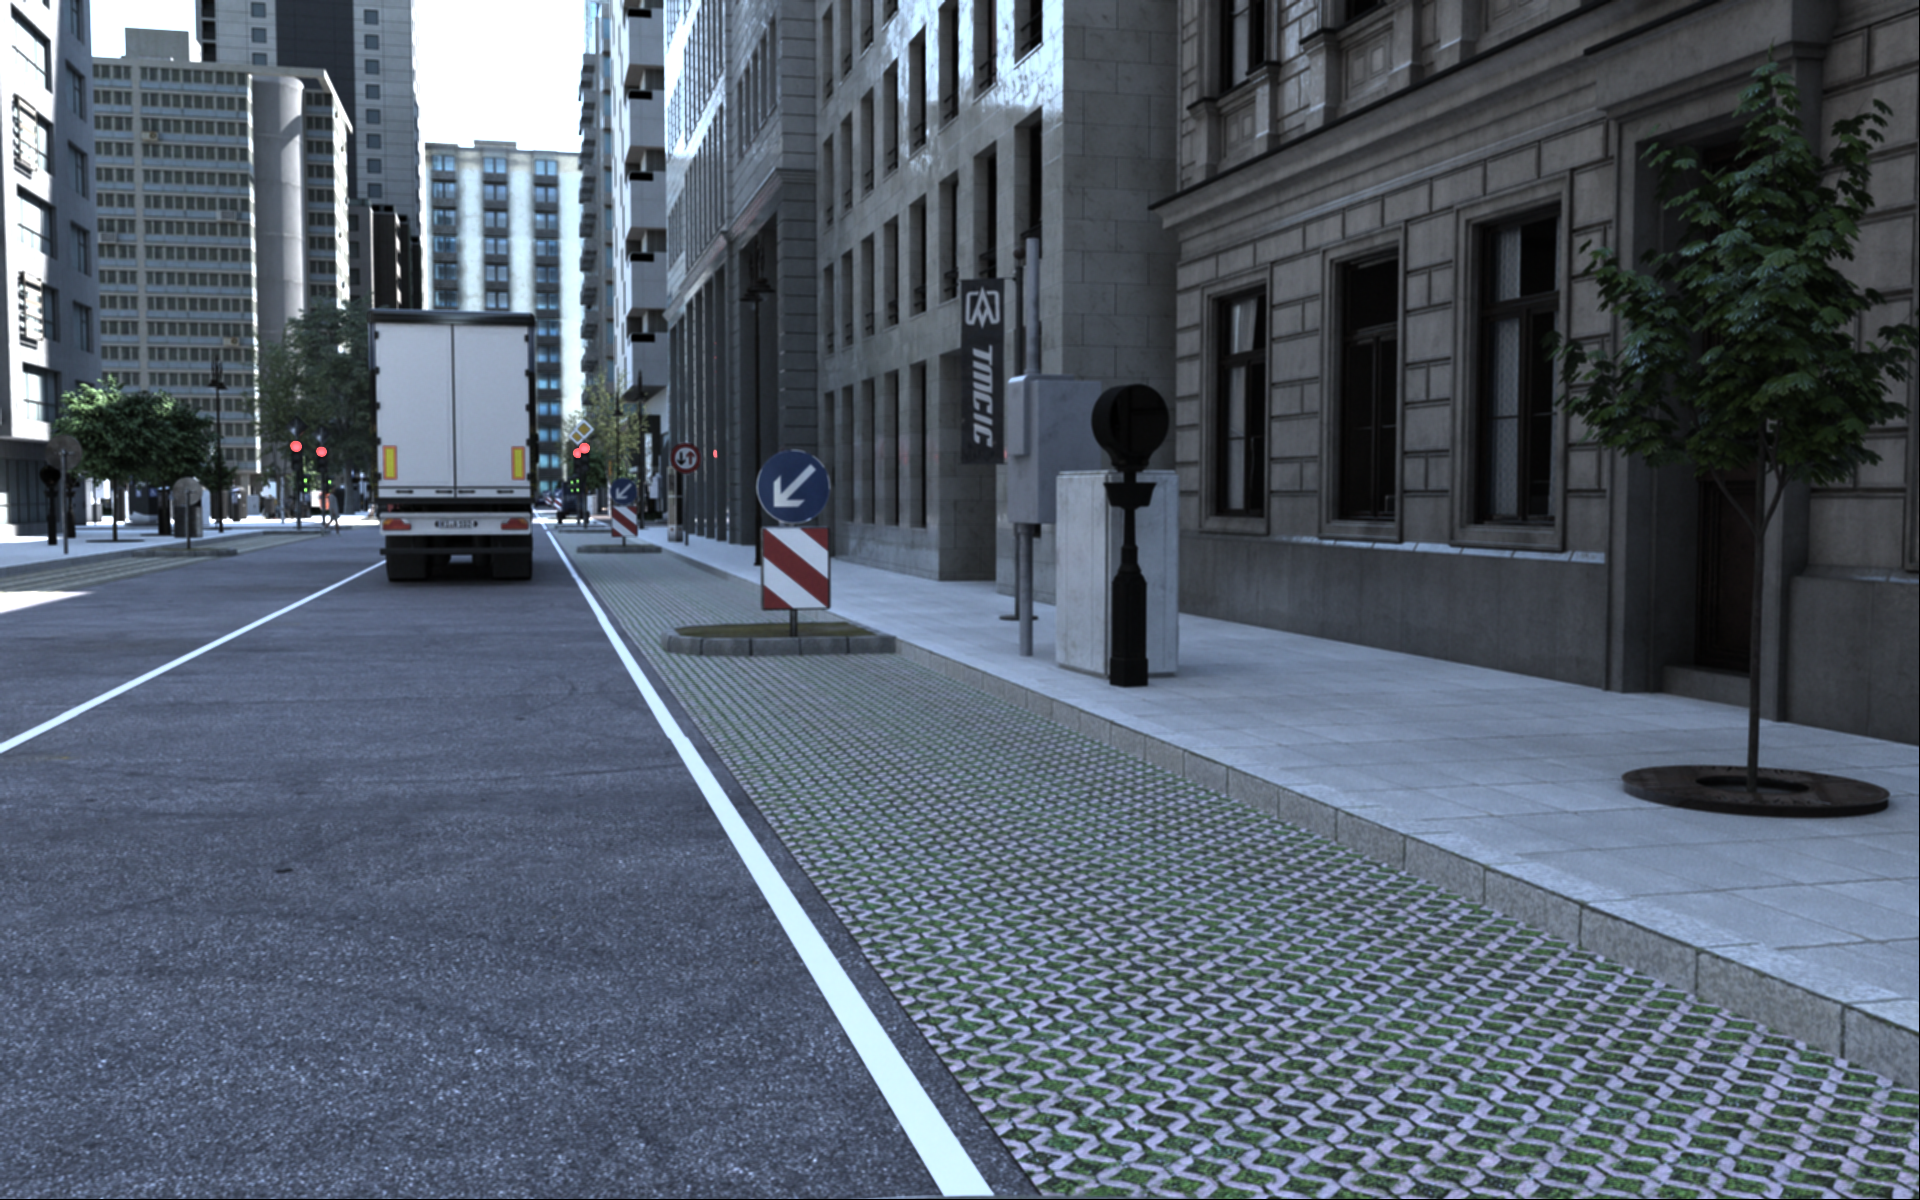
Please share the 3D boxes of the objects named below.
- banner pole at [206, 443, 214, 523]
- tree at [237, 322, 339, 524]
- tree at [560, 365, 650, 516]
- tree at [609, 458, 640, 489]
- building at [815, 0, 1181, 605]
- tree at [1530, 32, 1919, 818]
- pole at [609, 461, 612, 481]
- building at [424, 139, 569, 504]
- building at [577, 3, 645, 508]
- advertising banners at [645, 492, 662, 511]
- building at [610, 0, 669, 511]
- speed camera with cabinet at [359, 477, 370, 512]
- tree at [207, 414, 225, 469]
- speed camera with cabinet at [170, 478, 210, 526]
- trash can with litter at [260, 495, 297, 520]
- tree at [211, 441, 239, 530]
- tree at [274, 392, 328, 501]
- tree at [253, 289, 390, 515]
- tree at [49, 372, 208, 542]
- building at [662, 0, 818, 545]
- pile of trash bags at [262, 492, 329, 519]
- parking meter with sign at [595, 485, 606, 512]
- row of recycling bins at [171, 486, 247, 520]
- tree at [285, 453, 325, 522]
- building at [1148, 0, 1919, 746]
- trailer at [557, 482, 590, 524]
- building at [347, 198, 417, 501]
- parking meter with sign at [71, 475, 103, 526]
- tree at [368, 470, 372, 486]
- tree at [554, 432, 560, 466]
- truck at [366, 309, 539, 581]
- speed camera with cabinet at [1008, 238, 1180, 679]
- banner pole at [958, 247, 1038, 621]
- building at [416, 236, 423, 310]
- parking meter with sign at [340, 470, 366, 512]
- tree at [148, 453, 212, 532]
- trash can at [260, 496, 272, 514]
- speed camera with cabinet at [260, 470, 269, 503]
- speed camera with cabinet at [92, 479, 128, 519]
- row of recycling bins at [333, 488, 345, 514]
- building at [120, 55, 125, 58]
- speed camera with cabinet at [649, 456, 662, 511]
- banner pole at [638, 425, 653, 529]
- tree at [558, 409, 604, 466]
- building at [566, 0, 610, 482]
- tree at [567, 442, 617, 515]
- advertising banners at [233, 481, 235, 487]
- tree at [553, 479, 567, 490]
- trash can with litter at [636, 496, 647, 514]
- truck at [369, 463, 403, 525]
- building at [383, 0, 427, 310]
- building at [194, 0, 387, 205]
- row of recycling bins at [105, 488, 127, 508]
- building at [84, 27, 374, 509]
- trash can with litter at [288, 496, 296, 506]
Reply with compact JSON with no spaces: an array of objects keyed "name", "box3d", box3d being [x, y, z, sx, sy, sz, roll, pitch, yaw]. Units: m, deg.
[{"name":"banner pole","box3d":[-33.831,-5.397,78.250,0.401,3.779,0.863,1,4,12]},{"name":"tree","box3d":[-29.231,-7.615,74.862,4.737,8.622,4.395,0,3,0]},{"name":"tree","box3d":[-20.079,-9.159,100.111,4.737,8.622,4.395,0,3,0]},{"name":"tree","box3d":[-18.082,-5.983,92.428,1.663,3.219,1.824,0,3,0]},{"name":"building","box3d":[4.139,-10.625,28.466,10.420,20.320,16.860,-1,4,-14]},{"name":"tree","box3d":[3.492,-0.778,7.323,1.663,3.219,1.824,0,3,0]},{"name":"pole","box3d":[-21.309,-6.832,105.548,0.158,3.312,0.155,0,3,0]},{"name":"building","box3d":[-63.181,-37.747,236.778,30.456,49.044,23.786,-1,4,-14]},{"name":"building","box3d":[-26.940,-33.996,175.449,23.786,49.044,30.456,-1,4,-14]},{"name":"advertising banners","box3d":[-15.793,-5.900,92.659,2.074,3.025,0.090,-1,4,-20]},{"name":"building","box3d":[-11.813,-33.069,129.909,28.713,52.752,27.495,-1,4,-14]},{"name":"speed camera with cabinet","box3d":[-43.448,-8.028,125.594,0.660,3.252,2.038,0,4,2]},{"name":"tree","box3d":[-24.648,-4.286,53.797,4.285,4.588,4.351,0,3,0]},{"name":"speed camera with cabinet","box3d":[-30.551,-4.544,68.627,0.660,3.252,2.038,0,4,6]},{"name":"trash can with litter","box3d":[-33.709,-4.564,85.673,2.233,1.210,1.678,-2,4,-35]},{"name":"tree","box3d":[-26.723,-4.148,62.427,1.663,3.219,1.824,0,3,0]},{"name":"tree","box3d":[-45.885,-10.411,120.577,4.360,8.622,3.978,0,3,0]},{"name":"tree","box3d":[-37.864,-12.230,106.623,9.857,13.997,8.962,0,3,0]},{"name":"tree","box3d":[-22.777,-3.844,46.571,4.285,4.588,4.351,0,3,0]},{"name":"building","box3d":[-2.008,-16.707,50.649,11.434,29.767,29.804,-1,4,-14]},{"name":"pile of trash bags","box3d":[-34.497,-4.930,90.349,1.912,1.369,3.447,3,5,43]},{"name":"parking meter with sign","box3d":[-25.422,-7.635,121.085,1.738,3.016,0.543,2,4,29]},{"name":"row of recycling bins","box3d":[-37.612,-4.876,86.834,3.534,1.692,1.069,-3,4,-37]},{"name":"tree","box3d":[-30.365,-5.223,80.004,1.663,3.219,1.824,0,3,0]},{"name":"building","box3d":[9.006,-8.958,11.094,10.561,19.102,19.286,-1,4,-14]},{"name":"trailer","box3d":[-18.293,-4.567,81.711,1.471,1.999,3.904,-1,4,-15]},{"name":"building","box3d":[-61.519,-24.382,170.340,14.160,30.474,14.107,-1,4,-14]},{"name":"parking meter with sign","box3d":[-39.127,-4.954,77.259,0.543,3.016,1.738,1,4,20]},{"name":"tree","box3d":[-44.291,-9.202,134.166,4.285,4.588,4.351,0,3,0]},{"name":"tree","box3d":[-34.347,-12.565,155.801,4.737,8.622,4.395,0,3,0]},{"name":"truck","box3d":[-9.144,-2.630,31.912,2.839,4.237,11.283,-1,4,-15]},{"name":"speed camera with cabinet","box3d":[0.959,-1.136,12.907,0.660,3.252,2.038,-1,4,-18]},{"name":"banner pole","box3d":[0.384,-1.695,17.723,0.863,3.779,0.401,1,4,19]},{"name":"building","box3d":[-64.833,-25.256,184.640,14.160,30.474,14.107,-1,4,-14]},{"name":"parking meter with sign","box3d":[-43.274,-7.792,123.665,0.543,3.016,1.738,2,4,32]},{"name":"tree","box3d":[-26.774,-3.941,59.038,1.663,3.219,1.824,0,3,0]},{"name":"trash can","box3d":[-42.934,-5.845,107.225,0.748,1.137,0.748,0,3,0]},{"name":"speed camera with cabinet","box3d":[-52.841,-8.403,131.730,0.660,3.252,2.038,-2,4,-27]},{"name":"speed camera with cabinet","box3d":[-44.090,-5.866,90.239,2.038,3.252,0.660,0,4,2]},{"name":"row of recycling bins","box3d":[-40.296,-6.457,112.677,1.069,1.692,3.534,-1,4,-10]},{"name":"building","box3d":[-93.490,-34.986,195.714,21.600,48.544,21.300,-1,4,-14]},{"name":"speed camera with cabinet","box3d":[-15.282,-5.834,89.716,0.660,3.252,2.038,2,4,25]},{"name":"banner pole","box3d":[-11.395,-4.458,62.898,0.401,3.779,0.863,-3,5,-44]},{"name":"tree","box3d":[-32.759,-12.207,149.948,4.360,8.622,3.978,0,3,0]},{"name":"building","box3d":[-35.232,-54.554,204.635,22.319,86.520,31.000,-1,4,-14]},{"name":"tree","box3d":[-22.708,-7.582,107.687,4.285,4.588,4.351,0,3,0]},{"name":"advertising banners","box3d":[-57.480,-8.591,136.647,0.090,3.025,2.074,-2,4,-35]},{"name":"tree","box3d":[-48.882,-13.258,211.361,1.663,3.219,1.824,0,3,0]},{"name":"trash can with litter","box3d":[-17.912,-5.337,98.651,1.055,1.170,0.624,1,4,18]},{"name":"truck","box3d":[-24.150,-5.371,76.728,2.839,4.237,11.283,-1,4,-12]},{"name":"building","box3d":[-73.241,-46.653,201.030,20.611,71.187,20.563,-1,4,-14]},{"name":"building","box3d":[-87.417,-48.290,227.796,20.611,71.187,20.563,-1,4,-14]},{"name":"row of recycling bins","box3d":[-54.308,-6.410,111.911,1.069,1.692,3.534,-3,5,-42]},{"name":"building","box3d":[-66.195,-27.974,149.255,32.217,40.220,23.993,-1,4,-14]},{"name":"trash can with litter","box3d":[-47.624,-6.865,123.631,0.624,1.170,1.055,0,4,-4]}]
